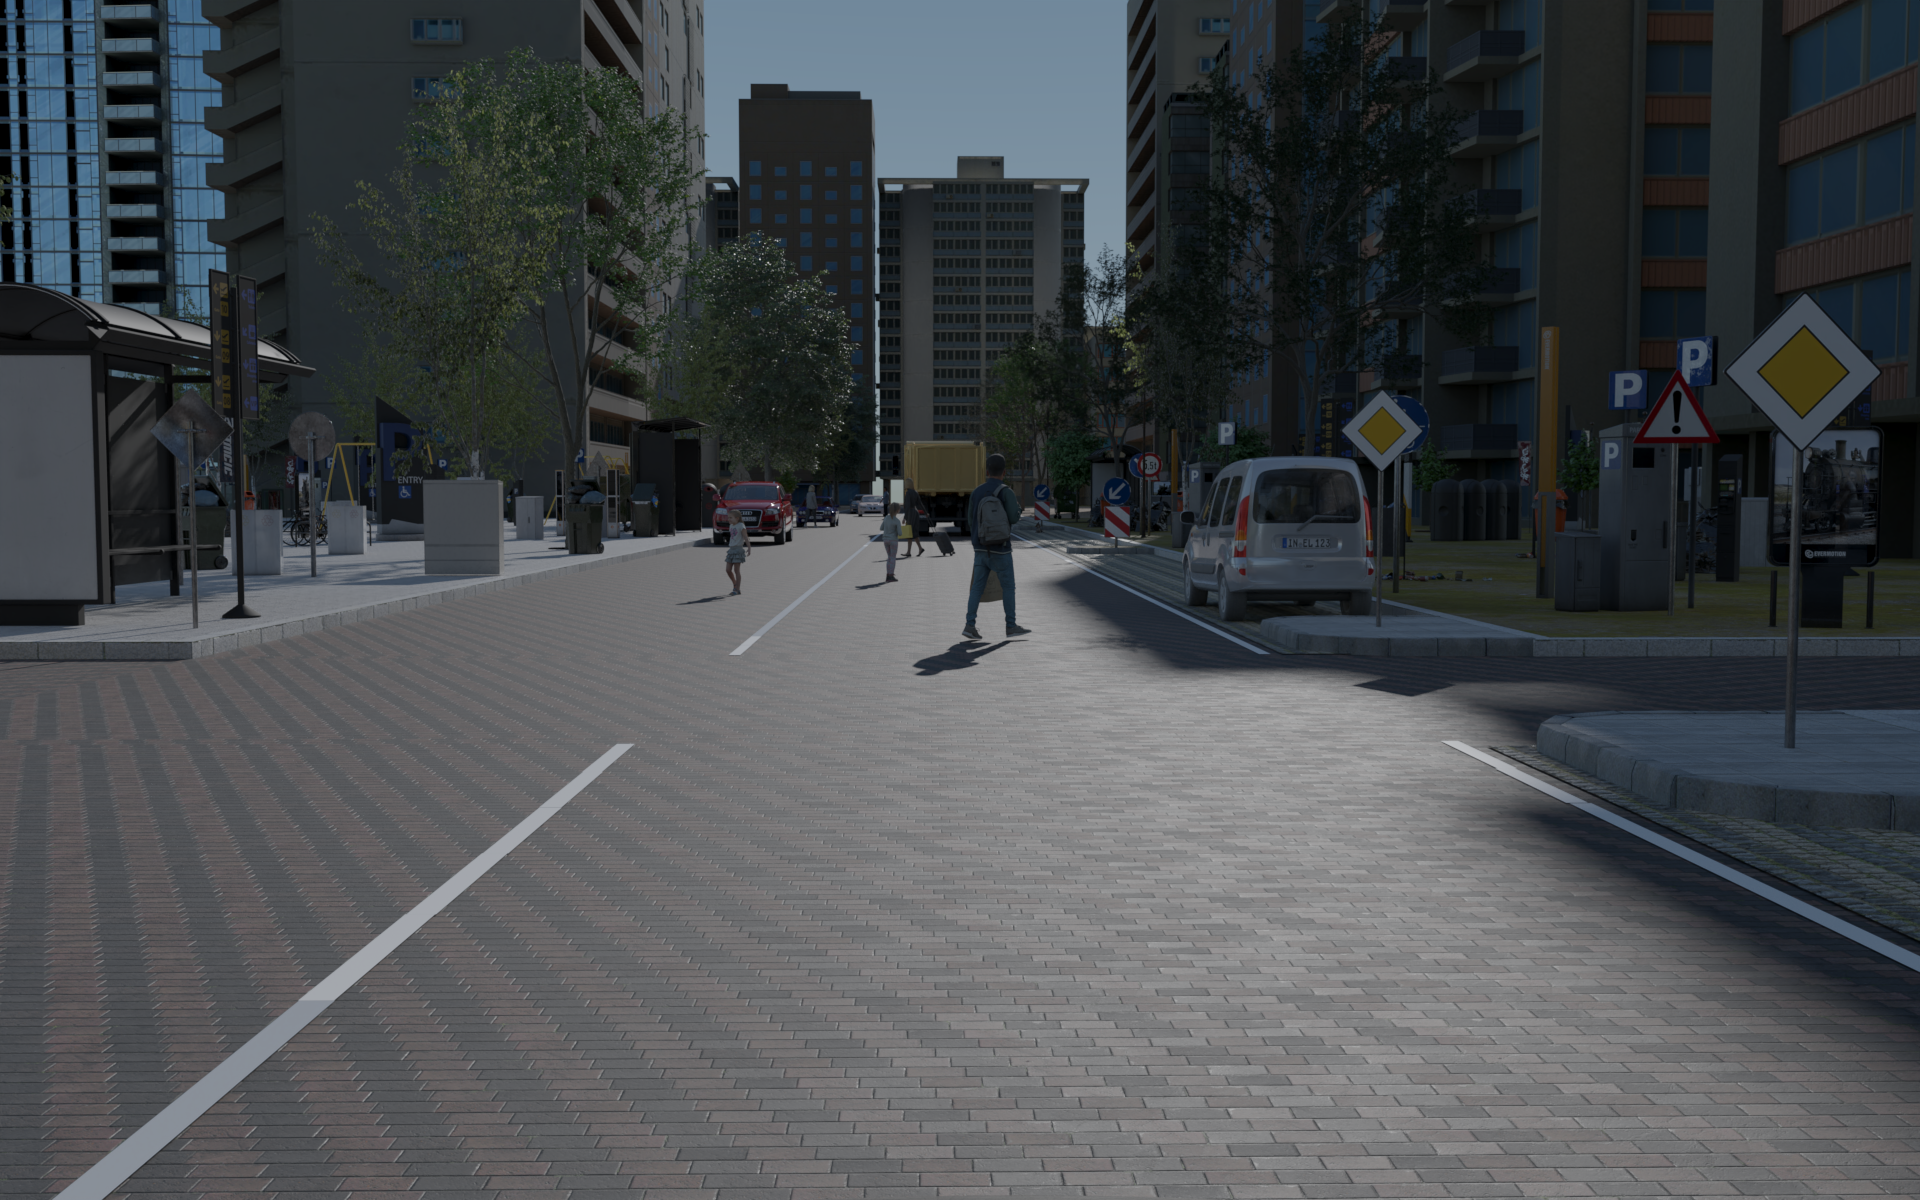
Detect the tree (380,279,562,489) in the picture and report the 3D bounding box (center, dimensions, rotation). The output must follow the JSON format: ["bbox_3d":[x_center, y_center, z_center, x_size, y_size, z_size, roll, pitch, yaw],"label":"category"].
[{"bbox_3d":[-15.736,-6.527,57.080,4.737,8.622,4.395,0,3,0],"label":"tree"}]

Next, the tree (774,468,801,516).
[{"bbox_3d":[-10.323,-6.640,103.160,1.663,3.219,1.824,0,3,0],"label":"tree"}]

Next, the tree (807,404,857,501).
[{"bbox_3d":[-10.300,-11.407,136.864,4.737,8.622,4.395,0,3,0],"label":"tree"}]

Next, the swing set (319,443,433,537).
[{"bbox_3d":[-17.798,-3.393,53.092,3.119,2.851,2.862,0,4,6],"label":"swing set"}]

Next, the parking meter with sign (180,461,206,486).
[{"bbox_3d":[-18.330,-2.709,40.555,1.738,3.016,0.543,0,4,0],"label":"parking meter with sign"}]

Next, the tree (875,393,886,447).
[{"bbox_3d":[-11.308,-15.404,158.512,9.857,13.997,8.962,0,3,0],"label":"tree"}]

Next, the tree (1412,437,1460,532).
[{"bbox_3d":[15.802,-3.913,58.573,1.663,3.219,1.824,0,3,0],"label":"tree"}]

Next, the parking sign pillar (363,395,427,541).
[{"bbox_3d":[-15.346,-3.617,47.610,1.447,3.967,1.447,-3,4,-37],"label":"parking sign pillar"}]

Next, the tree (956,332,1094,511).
[{"bbox_3d":[4.838,-13.418,129.757,12.009,13.543,11.850,0,3,0],"label":"tree"}]

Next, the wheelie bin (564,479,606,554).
[{"bbox_3d":[-8.017,-1.782,37.050,0.980,1.594,0.693,1,4,18],"label":"wheelie bin"}]

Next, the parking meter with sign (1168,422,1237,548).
[{"bbox_3d":[5.843,-2.771,41.568,1.738,3.016,0.543,-3,4,-38],"label":"parking meter with sign"}]

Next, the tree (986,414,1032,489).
[{"bbox_3d":[4.203,-12.394,153.011,4.737,8.622,4.395,0,3,0],"label":"tree"}]

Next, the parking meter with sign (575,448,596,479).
[{"bbox_3d":[-13.859,-4.226,65.362,1.738,3.016,0.543,3,4,38],"label":"parking meter with sign"}]

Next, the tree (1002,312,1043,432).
[{"bbox_3d":[5.901,-7.899,63.566,8.767,10.594,7.601,0,4,-4],"label":"tree"}]

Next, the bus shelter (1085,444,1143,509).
[{"bbox_3d":[6.487,-4.803,72.452,2.014,3.302,5.546,0,4,-1],"label":"bus shelter"}]

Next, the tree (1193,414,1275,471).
[{"bbox_3d":[11.275,-5.361,71.358,4.285,4.588,4.351,0,3,0],"label":"tree"}]

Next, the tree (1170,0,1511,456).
[{"bbox_3d":[6.743,-5.970,32.017,7.601,10.594,8.767,-1,4,-19],"label":"tree"}]

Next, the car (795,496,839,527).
[{"bbox_3d":[-6.266,-3.894,76.250,1.945,1.354,3.894,0,4,-1],"label":"car"}]

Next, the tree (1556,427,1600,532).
[{"bbox_3d":[17.913,-3.397,50.142,1.663,3.219,1.824,0,3,0],"label":"tree"}]

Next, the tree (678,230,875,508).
[{"bbox_3d":[-9.168,-10.833,83.773,9.857,13.997,8.962,0,3,0],"label":"tree"}]

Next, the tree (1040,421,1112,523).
[{"bbox_3d":[5.195,-5.767,77.999,4.285,4.588,4.351,0,3,0],"label":"tree"}]

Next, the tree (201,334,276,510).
[{"bbox_3d":[-30.082,-7.534,73.542,4.360,8.622,3.978,0,3,0],"label":"tree"}]

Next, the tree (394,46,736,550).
[{"bbox_3d":[-9.000,-6.986,39.975,9.928,11.665,9.643,0,3,0],"label":"tree"}]

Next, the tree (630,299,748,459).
[{"bbox_3d":[-10.060,-6.979,64.467,4.737,8.622,4.395,0,3,0],"label":"tree"}]

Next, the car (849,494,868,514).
[{"bbox_3d":[-6.947,-6.909,124.970,2.014,1.417,4.499,0,4,1],"label":"car"}]

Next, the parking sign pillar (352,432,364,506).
[{"bbox_3d":[-25.736,-5.321,75.465,1.447,3.967,1.447,3,5,39],"label":"parking sign pillar"}]

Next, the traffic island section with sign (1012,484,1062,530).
[{"bbox_3d":[3.099,-3.682,68.823,1.989,1.847,2.006,0,4,-1],"label":"traffic island section with sign"}]

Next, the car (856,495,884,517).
[{"bbox_3d":[-5.589,-6.023,110.843,2.083,1.381,4.827,0,4,-3],"label":"car"}]

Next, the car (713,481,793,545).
[{"bbox_3d":[-6.013,-2.568,50.665,2.281,1.827,5.304,0,4,-2],"label":"car"}]

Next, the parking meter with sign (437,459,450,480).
[{"bbox_3d":[-25.279,-5.502,86.218,1.738,3.016,0.543,3,5,40],"label":"parking meter with sign"}]

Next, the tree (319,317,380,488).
[{"bbox_3d":[-23.436,-7.332,70.235,4.737,8.622,4.395,0,3,0],"label":"tree"}]

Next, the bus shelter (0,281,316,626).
[{"bbox_3d":[-9.145,-1.552,19.305,2.014,3.302,5.546,0,4,-1],"label":"bus shelter"}]

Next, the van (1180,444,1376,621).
[{"bbox_3d":[3.728,-0.841,20.764,2.013,2.044,4.112,0,4,-1],"label":"van"}]

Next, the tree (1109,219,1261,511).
[{"bbox_3d":[6.038,-5.857,46.126,4.360,8.622,3.978,0,3,0],"label":"tree"}]

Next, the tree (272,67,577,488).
[{"bbox_3d":[-8.581,-4.851,29.680,4.360,8.622,3.978,0,3,0],"label":"tree"}]

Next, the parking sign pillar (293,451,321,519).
[{"bbox_3d":[-33.773,-6.186,89.614,1.447,3.967,1.447,-3,5,-43],"label":"parking sign pillar"}]

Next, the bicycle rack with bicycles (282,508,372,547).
[{"bbox_3d":[-15.962,-1.808,42.946,2.925,0.926,2.852,-2,4,-33],"label":"bicycle rack with bicycles"}]

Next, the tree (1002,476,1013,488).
[{"bbox_3d":[4.213,-10.508,166.403,1.663,3.219,1.824,0,3,0],"label":"tree"}]

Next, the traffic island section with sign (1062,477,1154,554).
[{"bbox_3d":[3.603,-2.033,41.872,1.989,1.847,2.006,0,4,-1],"label":"traffic island section with sign"}]

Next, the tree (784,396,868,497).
[{"bbox_3d":[-11.524,-13.066,148.046,7.601,10.594,8.767,-1,4,-23],"label":"tree"}]

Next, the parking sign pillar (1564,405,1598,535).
[{"bbox_3d":[18.849,-3.949,53.034,1.447,3.967,1.447,2,4,30],"label":"parking sign pillar"}]

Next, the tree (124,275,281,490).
[{"bbox_3d":[-25.181,-6.629,58.747,4.737,8.622,4.395,0,3,0],"label":"tree"}]

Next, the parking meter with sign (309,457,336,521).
[{"bbox_3d":[-30.233,-5.244,81.996,1.738,3.016,0.543,3,4,38],"label":"parking meter with sign"}]

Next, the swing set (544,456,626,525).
[{"bbox_3d":[-15.301,-4.520,71.516,2.862,2.851,3.119,-3,5,-41],"label":"swing set"}]

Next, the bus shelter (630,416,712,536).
[{"bbox_3d":[-9.196,-3.927,55.484,1.731,3.624,6.357,0,4,-1],"label":"bus shelter"}]

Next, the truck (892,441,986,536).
[{"bbox_3d":[-0.664,-4.056,62.243,3.469,3.379,9.791,0,4,-3],"label":"truck"}]

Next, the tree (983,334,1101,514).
[{"bbox_3d":[5.205,-11.265,109.937,9.928,11.665,9.643,0,3,0],"label":"tree"}]

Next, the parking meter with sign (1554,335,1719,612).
[{"bbox_3d":[7.417,-1.395,19.075,1.738,3.016,0.543,-1,4,-19],"label":"parking meter with sign"}]
